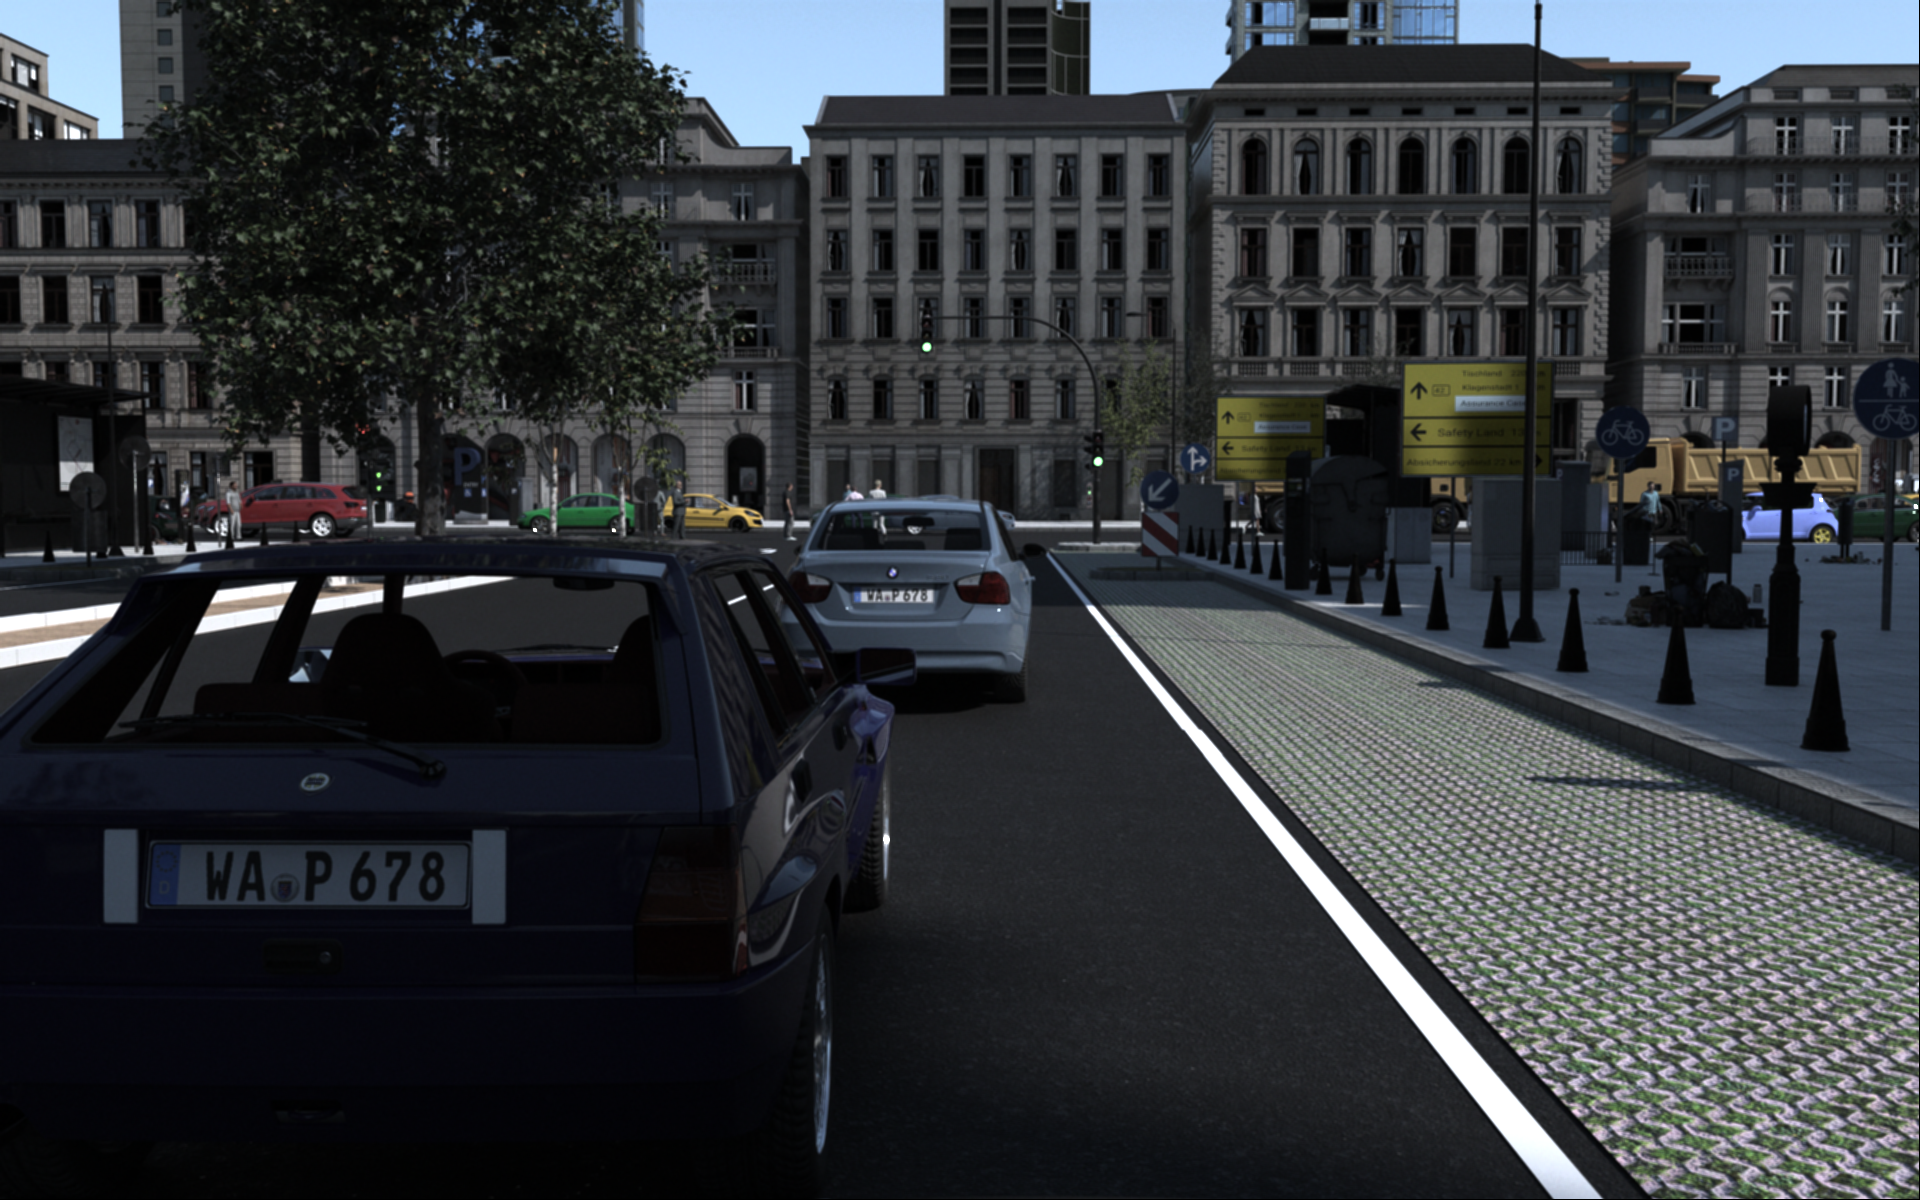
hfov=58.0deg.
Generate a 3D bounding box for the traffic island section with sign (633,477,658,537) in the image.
[{"bbox_3d":[-8.265,-2.247,44.881,2.006,1.907,1.989,0,4,1],"label":"traffic island section with sign"}]

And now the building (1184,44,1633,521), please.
[{"bbox_3d":[21.292,-15.747,86.344,19.941,23.489,11.050,0,4,1],"label":"building"}]

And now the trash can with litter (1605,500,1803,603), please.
[{"bbox_3d":[8.906,-0.612,21.065,1.678,1.210,2.233,-2,4,-25],"label":"trash can with litter"}]

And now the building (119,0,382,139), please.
[{"bbox_3d":[-71.587,-45.352,179.749,20.611,71.187,20.563,0,4,1],"label":"building"}]

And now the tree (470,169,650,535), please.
[{"bbox_3d":[-8.405,-5.073,35.765,4.360,8.622,3.978,0,3,0],"label":"tree"}]

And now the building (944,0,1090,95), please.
[{"bbox_3d":[8.275,-49.606,249.311,20.611,71.187,20.563,0,4,1],"label":"building"}]

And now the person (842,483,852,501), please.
[{"bbox_3d":[-4.220,-3.523,65.964,0.748,1.841,0.638,-2,4,-25],"label":"person"}]

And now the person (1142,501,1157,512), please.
[{"bbox_3d":[5.690,-2.568,51.210,0.841,1.734,0.376,3,4,37],"label":"person"}]

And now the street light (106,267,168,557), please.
[{"bbox_3d":[-16.874,-3.853,35.532,1.470,5.913,1.316,0,4,1],"label":"street light"}]

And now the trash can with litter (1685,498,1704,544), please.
[{"bbox_3d":[18.982,-1.994,43.996,1.055,1.170,0.624,3,4,36],"label":"trash can with litter"}]

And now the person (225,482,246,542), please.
[{"bbox_3d":[-21.761,-2.652,52.006,0.789,1.805,0.875,1,4,17],"label":"person"}]

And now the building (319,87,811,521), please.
[{"bbox_3d":[-19.272,-15.107,88.803,24.055,21.916,13.314,0,4,1],"label":"building"}]

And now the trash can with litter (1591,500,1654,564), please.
[{"bbox_3d":[11.953,-1.216,31.270,1.055,1.170,0.624,1,4,23],"label":"trash can with litter"}]

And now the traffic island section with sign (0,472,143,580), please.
[{"bbox_3d":[-15.267,-1.293,29.771,1.989,1.847,2.006,0,4,1],"label":"traffic island section with sign"}]

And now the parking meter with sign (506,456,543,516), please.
[{"bbox_3d":[-19.900,-5.079,79.301,0.543,3.016,1.738,2,4,35],"label":"parking meter with sign"}]

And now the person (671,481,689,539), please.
[{"bbox_3d":[-7.641,-2.375,47.501,0.590,1.801,0.661,0,4,4],"label":"person"}]

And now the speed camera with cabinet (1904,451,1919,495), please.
[{"bbox_3d":[43.561,-5.140,78.367,0.660,3.252,2.038,0,4,-3],"label":"speed camera with cabinet"}]

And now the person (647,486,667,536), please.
[{"bbox_3d":[-10.338,-3.086,59.063,0.635,1.810,0.391,0,4,-5],"label":"person"}]

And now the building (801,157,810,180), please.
[{"bbox_3d":[-12.811,-38.374,251.117,21.600,48.544,21.300,0,4,1],"label":"building"}]

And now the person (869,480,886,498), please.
[{"bbox_3d":[-2.356,-2.549,50.056,0.514,1.842,0.818,-1,4,-22],"label":"person"}]

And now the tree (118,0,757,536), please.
[{"bbox_3d":[-8.257,-6.565,26.802,9.611,12.733,9.660,0,3,0],"label":"tree"}]

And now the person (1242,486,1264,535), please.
[{"bbox_3d":[10.204,-3.119,60.244,0.760,1.731,0.466,-1,4,-9],"label":"person"}]

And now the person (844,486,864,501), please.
[{"bbox_3d":[-3.491,-2.956,57.776,0.756,1.711,0.436,1,4,10],"label":"person"}]

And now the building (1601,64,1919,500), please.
[{"bbox_3d":[43.566,-14.948,86.194,24.055,21.916,13.314,0,4,1],"label":"building"}]

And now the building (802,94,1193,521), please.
[{"bbox_3d":[1.837,-14.498,86.197,18.267,20.994,9.793,0,4,1],"label":"building"}]

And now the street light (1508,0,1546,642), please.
[{"bbox_3d":[4.409,-2.596,14.990,1.470,5.913,1.316,0,4,1],"label":"street light"}]

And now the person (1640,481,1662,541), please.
[{"bbox_3d":[21.344,-2.757,53.600,0.660,1.820,0.620,-1,4,-13],"label":"person"}]

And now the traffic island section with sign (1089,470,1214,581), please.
[{"bbox_3d":[3.204,-1.267,29.350,1.989,1.847,2.006,0,4,1],"label":"traffic island section with sign"}]

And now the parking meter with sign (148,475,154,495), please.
[{"bbox_3d":[-32.195,-4.405,68.276,1.738,3.016,0.543,1,4,14],"label":"parking meter with sign"}]

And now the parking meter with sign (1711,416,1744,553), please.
[{"bbox_3d":[16.986,-2.567,38.233,0.543,3.016,1.738,1,4,15],"label":"parking meter with sign"}]

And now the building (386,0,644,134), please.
[{"bbox_3d":[-45.191,-52.925,177.991,31.000,86.520,22.319,0,4,1],"label":"building"}]

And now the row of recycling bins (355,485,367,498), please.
[{"bbox_3d":[-29.570,-4.538,81.305,3.534,1.692,1.069,-2,4,-31],"label":"row of recycling bins"}]

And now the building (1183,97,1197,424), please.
[{"bbox_3d":[30.118,-30.457,181.572,14.154,41.232,14.086,0,4,1],"label":"building"}]

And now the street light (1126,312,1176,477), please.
[{"bbox_3d":[4.918,-4.384,44.226,1.470,5.913,1.316,0,4,1],"label":"street light"}]

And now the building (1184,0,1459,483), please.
[{"bbox_3d":[32.715,-51.673,157.523,22.319,86.520,31.000,0,4,1],"label":"building"}]

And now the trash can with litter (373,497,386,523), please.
[{"bbox_3d":[-25.976,-4.035,77.365,0.624,1.170,1.055,-2,4,-24],"label":"trash can with litter"}]

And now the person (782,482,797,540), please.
[{"bbox_3d":[-5.326,-2.781,54.089,0.434,1.807,0.598,0,4,-6],"label":"person"}]

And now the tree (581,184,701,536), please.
[{"bbox_3d":[-7.930,-5.356,40.396,4.737,8.622,4.395,0,3,0],"label":"tree"}]

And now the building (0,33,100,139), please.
[{"bbox_3d":[-67.735,-17.637,92.878,34.151,26.468,19.350,0,4,1],"label":"building"}]

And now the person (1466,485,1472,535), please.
[{"bbox_3d":[18.057,-3.163,60.780,0.480,1.755,0.524,3,5,44],"label":"person"}]

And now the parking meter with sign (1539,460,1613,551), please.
[{"bbox_3d":[13.883,-2.624,39.165,1.738,3.016,0.543,-1,4,-11],"label":"parking meter with sign"}]

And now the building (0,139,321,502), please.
[{"bbox_3d":[-40.977,-13.635,87.562,19.286,19.102,10.561,0,4,1],"label":"building"}]

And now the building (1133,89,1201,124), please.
[{"bbox_3d":[33.179,-43.255,249.218,28.212,58.520,21.231,0,4,1],"label":"building"}]

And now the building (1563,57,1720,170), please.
[{"bbox_3d":[62.208,-31.943,176.896,28.867,44.769,22.147,0,4,1],"label":"building"}]
